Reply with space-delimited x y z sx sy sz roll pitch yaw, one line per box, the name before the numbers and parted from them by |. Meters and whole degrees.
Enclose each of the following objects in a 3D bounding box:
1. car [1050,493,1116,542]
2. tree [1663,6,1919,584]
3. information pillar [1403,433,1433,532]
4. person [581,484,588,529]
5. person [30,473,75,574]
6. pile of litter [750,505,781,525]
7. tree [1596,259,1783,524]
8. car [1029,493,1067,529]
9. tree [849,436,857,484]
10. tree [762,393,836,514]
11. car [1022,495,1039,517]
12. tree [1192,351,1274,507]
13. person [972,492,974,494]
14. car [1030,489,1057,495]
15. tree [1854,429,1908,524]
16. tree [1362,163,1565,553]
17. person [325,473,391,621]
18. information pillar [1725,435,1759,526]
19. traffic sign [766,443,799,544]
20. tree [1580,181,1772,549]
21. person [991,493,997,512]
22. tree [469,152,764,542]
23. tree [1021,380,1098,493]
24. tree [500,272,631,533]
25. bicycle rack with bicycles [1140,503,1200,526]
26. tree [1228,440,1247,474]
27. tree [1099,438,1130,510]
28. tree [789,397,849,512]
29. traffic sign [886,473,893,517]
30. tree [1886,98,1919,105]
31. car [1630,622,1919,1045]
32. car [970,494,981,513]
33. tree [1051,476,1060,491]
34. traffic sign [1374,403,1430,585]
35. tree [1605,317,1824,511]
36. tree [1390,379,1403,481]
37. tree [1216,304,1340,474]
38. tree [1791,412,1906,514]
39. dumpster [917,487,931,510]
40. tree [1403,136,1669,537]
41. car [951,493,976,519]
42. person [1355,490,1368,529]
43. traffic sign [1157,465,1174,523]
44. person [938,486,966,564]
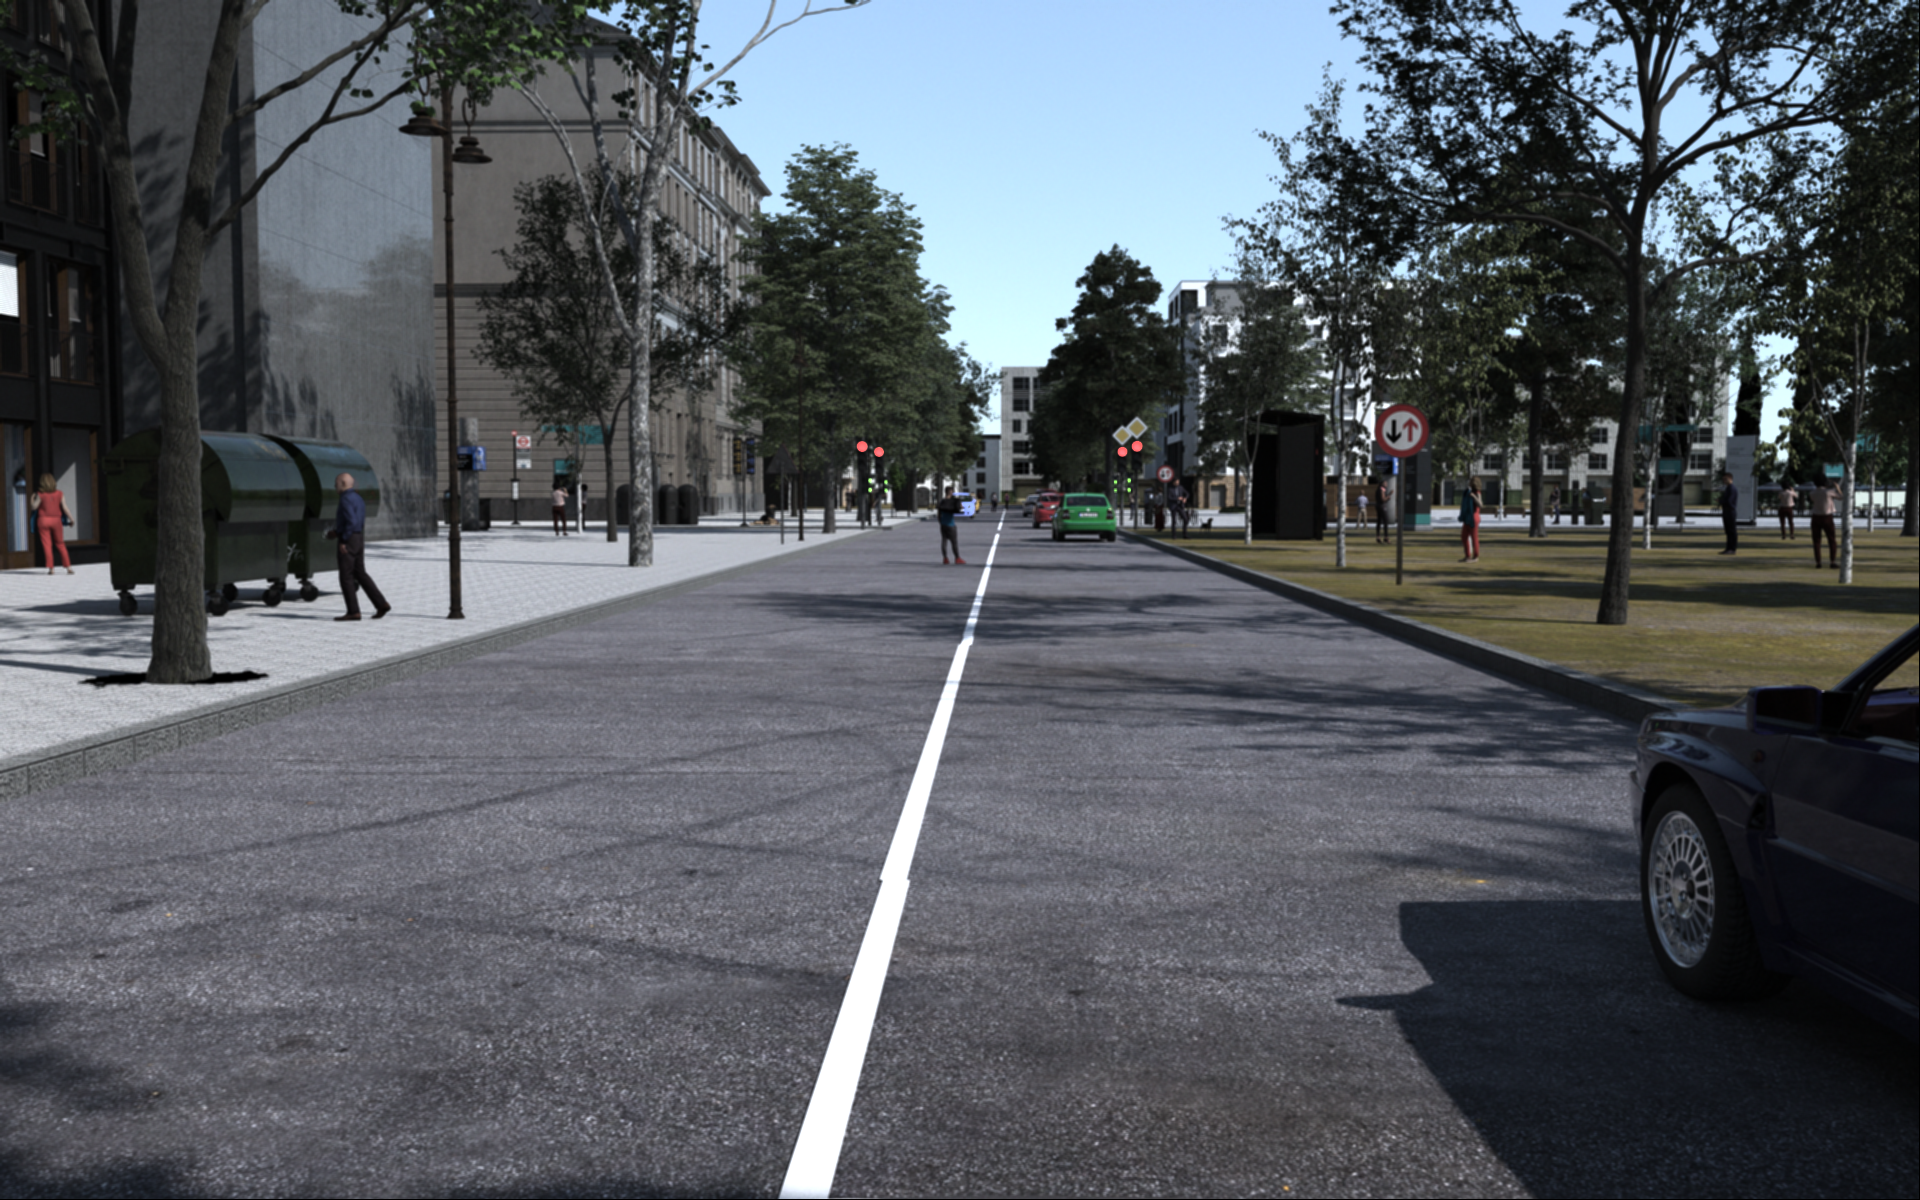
car | 3.786 -2.725 53.344 1.959 1.807 4.718 0 3 0
tree | 12.601 -4.556 24.846 4.737 8.622 4.395 0 3 0
information pillar | 15.764 -4.293 59.565 0.750 3.857 0.750 -1 4 -22
person | -13.836 -3.393 62.973 0.566 1.644 0.517 2 4 34
person | -14.486 -1.216 27.631 0.593 1.614 0.444 -1 4 -15
pile of litter | -7.973 -3.524 71.588 1.176 0.858 1.719 -3 5 -41
tree | 31.661 -9.162 75.562 9.928 11.665 9.643 0 3 0
car | 3.975 -3.893 72.699 2.155 1.783 4.494 0 4 1
tree | -9.835 -11.359 136.084 4.360 8.622 3.978 0 3 0
tree | -11.176 -10.020 114.186 4.737 8.622 4.395 0 3 0
car | 4.942 -5.971 109.987 2.083 1.381 4.827 0 4 2
tree | 20.992 -12.786 131.107 6.751 12.117 7.091 0 3 0
person | 1.063 -7.844 138.709 0.435 1.587 0.963 2 4 26
car | 6.215 -7.167 125.849 2.281 1.827 5.304 0 4 1
tree | 39.919 -5.554 74.517 4.285 4.588 4.351 0 3 0
tree | 10.814 -5.327 37.457 4.737 8.622 4.395 0 3 0
person | -6.221 -0.544 17.637 0.600 1.496 0.574 2 4 24
information pillar | 31.437 -4.794 69.698 0.184 3.620 1.656 -1 4 -16
traffic sign | -4.535 -2.702 44.177 0.884 2.594 0.081 1 4 11
tree | 16.251 -5.496 40.224 4.360 8.622 3.978 0 3 0
person | 2.729 -7.783 137.958 0.590 1.554 0.614 -1 4 -19
tree | -9.289 -6.855 46.486 8.767 10.594 7.601 0 4 3
tree | 11.007 -16.790 181.170 9.857 13.997 8.962 0 3 0
tree | -12.718 -6.495 56.562 4.360 8.622 3.978 0 3 0
bicycle rack with bicycles | 8.765 -3.527 71.050 2.852 0.926 2.925 2 4 30
tree | 23.876 -11.719 141.968 4.737 8.622 4.395 0 3 0
tree | 12.456 -11.360 136.099 4.360 8.622 3.978 0 3 0
tree | -10.637 -10.474 121.617 4.360 8.622 3.978 0 3 0
traffic sign | -3.797 -5.915 96.823 0.768 2.556 0.104 0 4 8
tree | 23.740 -7.202 39.803 6.751 12.117 7.091 0 3 0
car | 2.910 0.539 3.764 1.945 1.354 3.894 0 4 0
car | 0.598 -7.445 131.943 2.015 1.641 3.980 0 4 3
tree | 11.572 -16.124 213.994 4.737 8.622 4.395 0 3 0
traffic sign | 6.210 -1.487 24.415 0.768 2.556 0.104 0 4 5
tree | 60.694 -14.356 136.541 18.604 14.587 13.155 0 4 5
tree | 37.864 -13.338 140.132 6.751 12.117 7.091 0 3 0
tree | 18.969 -11.344 103.603 7.486 12.596 7.792 0 3 0
tree | 59.458 -9.058 111.007 11.467 7.101 20.602 0 4 -7
dumpster | -2.911 -7.919 135.226 1.264 1.857 1.865 0 4 1
tree | 17.106 -7.901 51.234 6.751 12.117 7.091 0 3 0
car | 0.001 -5.602 101.185 1.945 1.707 3.694 0 4 2
person | 15.420 -3.425 66.556 0.516 1.574 0.319 0 4 2
traffic sign | 9.044 -4.659 76.277 0.768 2.556 0.104 0 4 8
person | -0.163 -1.539 35.532 0.647 1.594 0.662 2 4 28
